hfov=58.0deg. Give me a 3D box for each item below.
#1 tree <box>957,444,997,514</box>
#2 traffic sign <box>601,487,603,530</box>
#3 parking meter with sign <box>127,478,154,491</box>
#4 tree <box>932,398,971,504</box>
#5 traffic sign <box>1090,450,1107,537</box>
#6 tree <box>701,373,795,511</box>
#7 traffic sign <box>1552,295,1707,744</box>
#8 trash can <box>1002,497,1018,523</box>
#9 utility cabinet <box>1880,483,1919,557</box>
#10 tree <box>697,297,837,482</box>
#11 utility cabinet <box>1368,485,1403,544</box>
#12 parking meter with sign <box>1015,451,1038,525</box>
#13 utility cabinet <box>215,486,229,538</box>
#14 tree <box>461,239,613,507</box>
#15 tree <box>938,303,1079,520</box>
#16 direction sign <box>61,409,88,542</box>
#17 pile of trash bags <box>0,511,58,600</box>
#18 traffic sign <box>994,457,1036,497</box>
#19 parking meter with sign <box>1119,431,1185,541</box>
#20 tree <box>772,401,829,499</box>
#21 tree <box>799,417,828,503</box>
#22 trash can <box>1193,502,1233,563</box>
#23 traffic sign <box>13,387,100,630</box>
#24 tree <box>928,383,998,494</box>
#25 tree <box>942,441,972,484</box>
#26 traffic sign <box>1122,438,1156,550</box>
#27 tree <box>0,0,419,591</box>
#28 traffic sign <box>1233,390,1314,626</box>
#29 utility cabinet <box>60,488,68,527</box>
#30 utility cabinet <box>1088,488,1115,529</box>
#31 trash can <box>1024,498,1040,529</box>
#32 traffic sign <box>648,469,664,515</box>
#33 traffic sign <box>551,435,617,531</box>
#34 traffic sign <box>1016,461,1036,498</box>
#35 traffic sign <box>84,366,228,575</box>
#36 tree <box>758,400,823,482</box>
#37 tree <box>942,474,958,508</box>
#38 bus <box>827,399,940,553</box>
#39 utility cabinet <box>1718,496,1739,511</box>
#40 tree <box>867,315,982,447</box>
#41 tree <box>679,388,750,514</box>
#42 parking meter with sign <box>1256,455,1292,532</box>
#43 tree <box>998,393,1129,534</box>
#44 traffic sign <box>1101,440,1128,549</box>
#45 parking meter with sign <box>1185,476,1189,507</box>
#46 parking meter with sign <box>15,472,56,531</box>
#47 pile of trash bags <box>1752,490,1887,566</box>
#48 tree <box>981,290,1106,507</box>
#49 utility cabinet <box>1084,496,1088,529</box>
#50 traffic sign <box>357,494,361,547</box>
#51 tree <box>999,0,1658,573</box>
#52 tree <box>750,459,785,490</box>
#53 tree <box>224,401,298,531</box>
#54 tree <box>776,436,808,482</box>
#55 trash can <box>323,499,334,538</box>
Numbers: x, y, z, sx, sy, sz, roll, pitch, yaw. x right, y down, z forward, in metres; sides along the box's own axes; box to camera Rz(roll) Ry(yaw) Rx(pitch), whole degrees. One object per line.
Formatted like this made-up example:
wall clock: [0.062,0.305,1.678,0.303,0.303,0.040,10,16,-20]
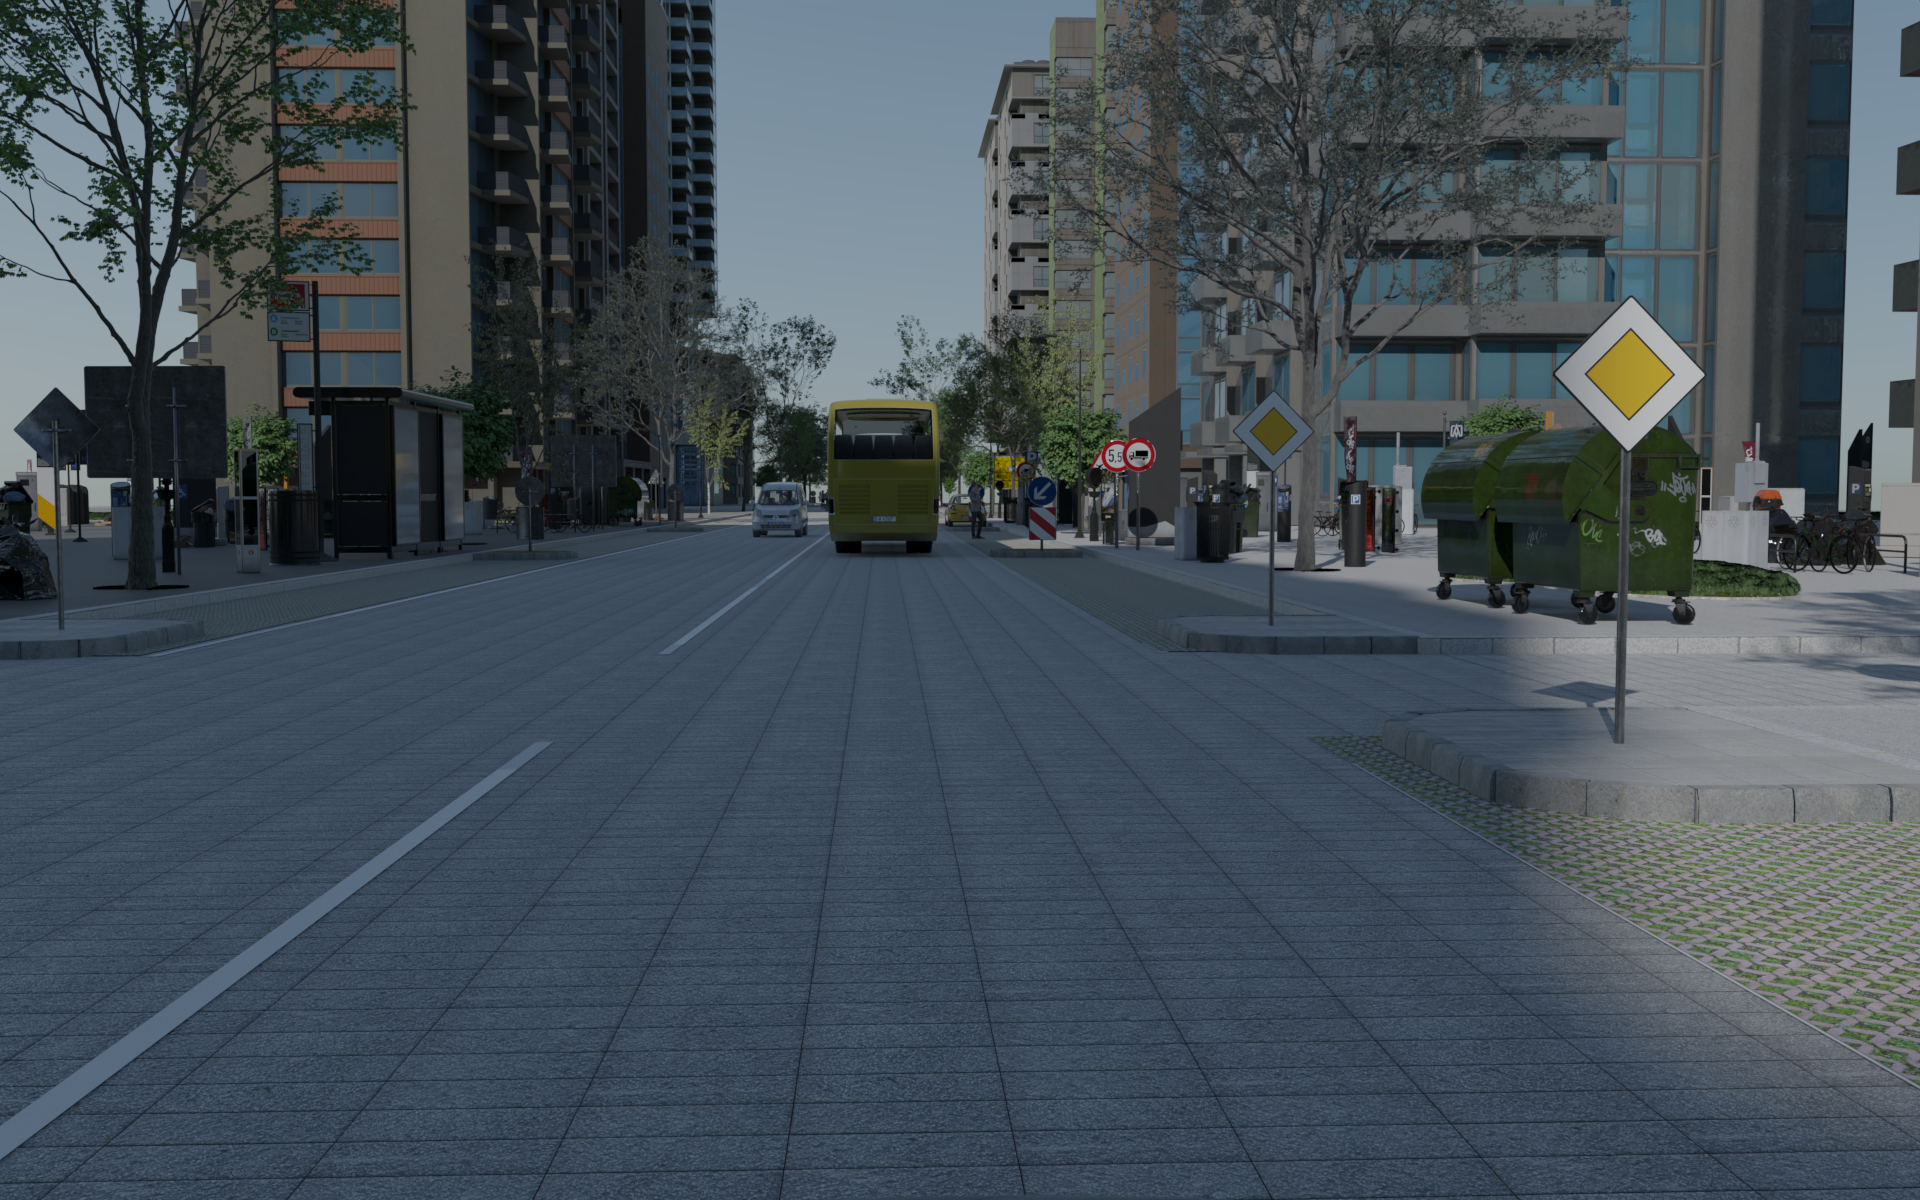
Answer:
tree: [1.390,-7.960,113.863,4.285,4.588,4.351,0,3,0]
traffic sign: [-12.814,-3.665,62.045,0.606,2.300,0.079,0,4,5]
parking meter with sign: [-36.959,-4.980,77.689,0.543,3.016,1.738,2,4,33]
tree: [-2.371,-17.451,203.453,7.486,12.596,7.792,0,3,0]
traffic sign: [4.181,-3.153,51.556,0.884,2.594,0.081,0,4,0]
tree: [-15.725,-11.843,128.047,7.601,10.594,8.767,0,4,7]
traffic sign: [3.391,-0.319,8.853,0.795,2.450,0.064,0,4,-3]
trash can: [2.215,-3.939,76.057,0.748,1.137,0.748,0,3,0]
utility cabinet: [19.105,-1.589,34.654,1.173,1.500,0.318,3,5,40]
tree: [-18.578,-19.092,168.046,12.611,20.169,13.585,0,3,0]
utility cabinet: [10.663,-2.163,44.049,0.318,1.500,1.173,-3,5,-43]
parking meter with sign: [2.692,-4.597,71.416,0.543,3.016,1.738,-1,4,-15]
utility cabinet: [-20.010,-2.336,46.877,0.318,1.500,1.173,-2,4,-29]
tree: [-12.511,-6.104,50.156,4.360,8.622,3.978,0,3,0]
tree: [2.427,-9.234,85.389,8.767,10.594,7.601,2,4,35]
direction sign: [-23.677,-3.333,46.498,0.876,3.537,0.379,1,4,16]
pile of trash bags: [-12.343,-0.626,19.986,1.912,1.369,3.447,1,4,16]
traffic sign: [2.922,-6.029,92.448,2.265,3.308,0.079,0,3,0]
parking meter with sign: [5.198,-3.140,47.603,1.738,3.016,0.543,-1,4,-13]
tree: [-21.385,-20.193,236.809,9.857,13.997,8.962,0,3,0]
tree: [-22.049,-20.258,249.350,7.486,12.596,7.792,0,3,0]
trash can: [4.728,-1.269,32.404,0.748,1.137,0.748,0,3,0]
traffic sign: [-8.502,-0.776,16.332,0.795,2.450,0.064,0,4,-3]
tree: [0.040,-13.946,153.779,9.928,11.665,9.643,0,3,0]
tree: [-3.186,-18.435,218.420,9.611,12.733,9.660,0,3,0]
traffic sign: [4.049,-2.400,39.349,0.768,2.556,0.104,0,4,-2]
tree: [-10.908,-5.950,23.041,9.928,11.665,9.643,0,3,0]
traffic sign: [3.031,-0.807,16.830,0.795,2.450,0.064,0,4,-3]
utility cabinet: [-35.326,-3.583,67.258,1.173,1.500,0.318,-1,4,-21]
utility cabinet: [5.095,-3.266,62.085,0.318,1.500,1.173,-2,4,-35]
trash can: [2.719,-3.229,64.451,0.748,1.137,0.748,0,3,0]
traffic sign: [-15.757,-5.490,89.771,0.884,2.594,0.081,0,4,5]
traffic sign: [-12.964,-4.025,59.677,2.265,3.308,0.079,0,4,2]
traffic sign: [2.585,-4.136,67.729,0.768,2.556,0.104,0,4,3]
traffic sign: [-12.763,-2.058,27.515,2.265,3.308,0.079,0,4,1]
tree: [-18.646,-16.161,189.986,9.928,11.665,9.643,0,3,0]
tree: [-0.878,-10.422,165.003,1.663,3.219,1.824,0,3,0]
bus: [-1.979,-3.265,44.933,2.896,3.916,12.252,0,4,-2]
utility cabinet: [24.748,-2.732,55.834,0.306,1.237,1.020,0,4,3]
tree: [-3.902,-20.110,184.682,12.611,20.169,13.585,0,3,0]
tree: [-15.601,-9.691,108.818,4.737,8.622,4.395,0,3,0]
parking meter with sign: [10.495,-3.848,59.177,0.543,3.016,1.738,-3,4,-36]
tree: [3.995,-4.454,56.534,4.285,4.588,4.351,0,3,0]
traffic sign: [3.698,-2.486,40.759,0.768,2.556,0.104,0,4,6]
parking meter with sign: [8.638,-4.386,67.974,0.543,3.016,1.738,3,5,43]
parking meter with sign: [-32.045,-3.872,59.574,1.738,3.016,0.543,-1,4,-14]
pile of trash bags: [15.790,-1.395,32.561,1.912,1.369,3.447,0,4,0]
tree: [3.175,-6.825,61.952,4.737,8.622,4.395,0,3,0]
utility cabinet: [4.558,-3.208,63.617,0.306,1.237,1.020,0,4,4]
traffic sign: [-14.116,-2.479,40.635,0.768,2.556,0.104,0,4,1]
tree: [5.907,-7.224,28.475,12.009,13.543,11.850,0,3,0]
tree: [-17.677,-10.764,159.711,4.285,4.588,4.351,0,3,0]
tree: [-24.813,-4.743,61.263,4.285,4.588,4.351,0,3,0]
tree: [-20.428,-16.021,212.305,4.360,8.622,3.978,0,3,0]
trash can: [-18.422,-2.376,50.505,0.748,1.137,0.748,0,3,0]
